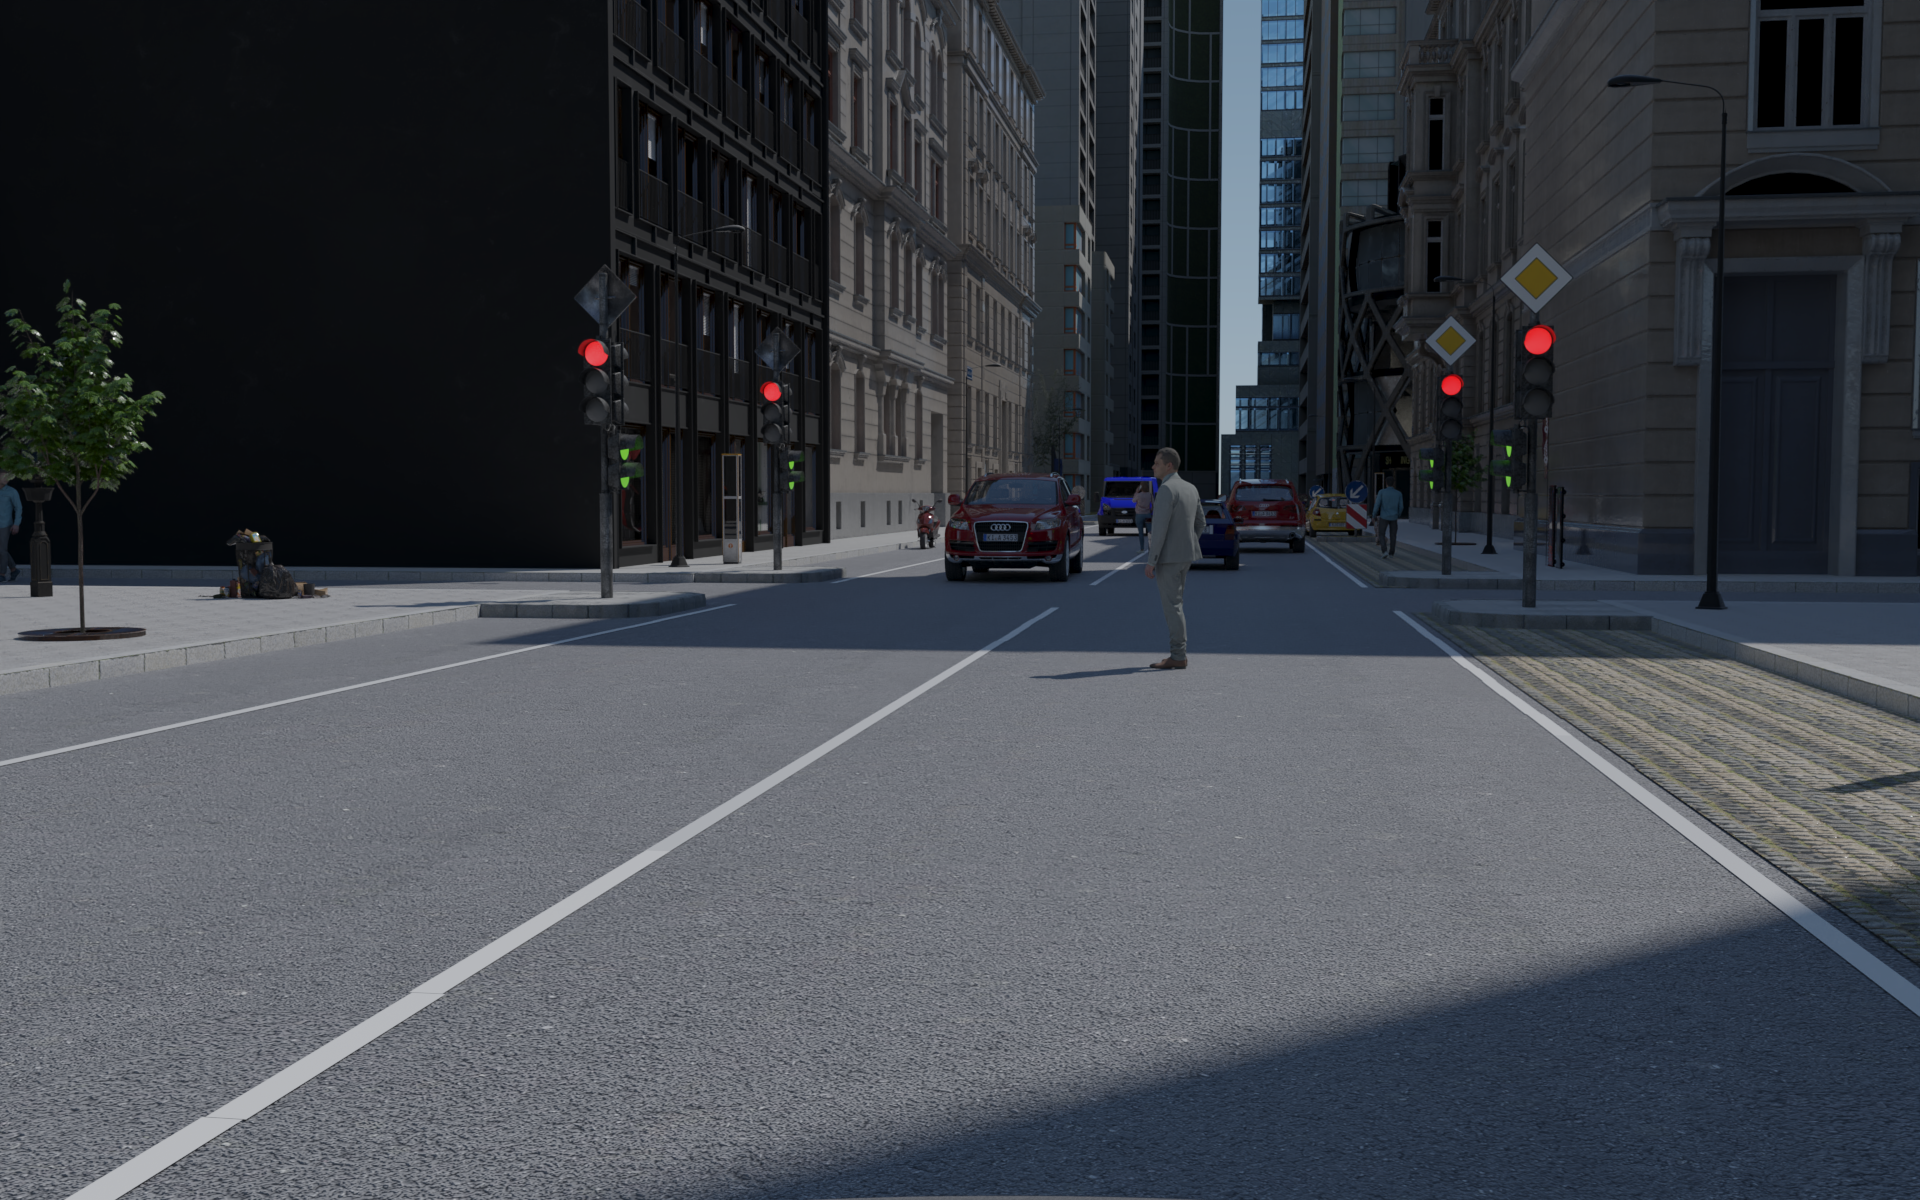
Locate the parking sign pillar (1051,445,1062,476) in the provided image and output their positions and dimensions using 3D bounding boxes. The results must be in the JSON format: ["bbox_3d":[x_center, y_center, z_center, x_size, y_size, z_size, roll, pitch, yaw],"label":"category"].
[{"bbox_3d":[5.310,-6.527,95.186,1.447,3.967,1.447,1,4,12],"label":"parking sign pillar"}]

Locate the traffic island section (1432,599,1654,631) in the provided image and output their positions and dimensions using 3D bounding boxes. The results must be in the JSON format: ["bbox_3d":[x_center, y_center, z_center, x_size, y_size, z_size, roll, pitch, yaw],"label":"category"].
[{"bbox_3d":[6.472,0.162,19.636,2.009,0.180,2.903,1,4,9],"label":"traffic island section"}]

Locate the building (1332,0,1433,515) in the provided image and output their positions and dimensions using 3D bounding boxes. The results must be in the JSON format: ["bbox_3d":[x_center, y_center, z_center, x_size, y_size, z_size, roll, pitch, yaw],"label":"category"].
[{"bbox_3d":[30.898,-26.058,109.647,14.154,41.232,14.086,1,4,9],"label":"building"}]

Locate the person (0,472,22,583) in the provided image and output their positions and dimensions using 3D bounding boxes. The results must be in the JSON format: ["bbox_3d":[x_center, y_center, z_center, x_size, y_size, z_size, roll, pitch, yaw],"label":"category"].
[{"bbox_3d":[-15.447,-1.204,28.055,0.638,1.841,0.748,1,4,18],"label":"person"}]

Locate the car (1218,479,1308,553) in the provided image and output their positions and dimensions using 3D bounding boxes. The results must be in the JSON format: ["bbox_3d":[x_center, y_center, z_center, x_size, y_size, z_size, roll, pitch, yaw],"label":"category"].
[{"bbox_3d":[7.684,-2.157,43.944,2.281,1.827,5.304,1,4,9],"label":"car"}]

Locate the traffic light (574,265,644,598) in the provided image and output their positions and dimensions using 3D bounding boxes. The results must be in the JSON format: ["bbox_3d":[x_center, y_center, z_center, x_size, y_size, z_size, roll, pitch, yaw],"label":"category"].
[{"bbox_3d":[-4.339,-1.977,21.252,0.839,4.253,0.868,1,4,9],"label":"traffic light"}]

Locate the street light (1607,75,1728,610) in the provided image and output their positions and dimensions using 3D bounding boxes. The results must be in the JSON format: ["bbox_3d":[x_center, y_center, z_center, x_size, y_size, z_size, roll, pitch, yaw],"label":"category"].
[{"bbox_3d":[7.872,-2.859,19.284,1.470,5.913,1.316,1,4,9],"label":"street light"}]

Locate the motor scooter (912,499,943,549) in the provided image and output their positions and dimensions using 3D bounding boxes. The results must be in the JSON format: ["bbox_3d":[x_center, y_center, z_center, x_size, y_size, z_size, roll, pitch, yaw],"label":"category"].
[{"bbox_3d":[-0.839,-2.005,45.566,0.815,1.314,1.986,0,4,8],"label":"motor scooter"}]

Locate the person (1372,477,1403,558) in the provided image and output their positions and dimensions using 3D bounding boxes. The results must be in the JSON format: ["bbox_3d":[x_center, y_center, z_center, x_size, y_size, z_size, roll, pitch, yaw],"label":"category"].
[{"bbox_3d":[9.511,-1.832,38.467,0.660,1.820,0.620,0,4,-2],"label":"person"}]

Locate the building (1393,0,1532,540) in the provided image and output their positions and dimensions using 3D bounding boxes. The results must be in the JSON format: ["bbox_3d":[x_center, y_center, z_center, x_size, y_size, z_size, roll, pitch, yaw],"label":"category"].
[{"bbox_3d":[22.713,-14.748,60.222,14.460,24.649,34.723,1,4,9],"label":"building"}]

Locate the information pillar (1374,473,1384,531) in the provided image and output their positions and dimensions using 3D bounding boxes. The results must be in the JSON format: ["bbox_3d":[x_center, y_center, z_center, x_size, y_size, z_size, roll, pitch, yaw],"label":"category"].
[{"bbox_3d":[14.545,-3.402,60.116,0.304,2.012,0.304,1,4,11],"label":"information pillar"}]

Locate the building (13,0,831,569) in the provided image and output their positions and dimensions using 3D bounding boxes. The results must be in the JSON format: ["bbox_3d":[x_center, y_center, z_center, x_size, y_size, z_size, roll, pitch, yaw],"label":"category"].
[{"bbox_3d":[-10.710,-12.720,37.644,12.332,23.373,15.834,1,4,9],"label":"building"}]

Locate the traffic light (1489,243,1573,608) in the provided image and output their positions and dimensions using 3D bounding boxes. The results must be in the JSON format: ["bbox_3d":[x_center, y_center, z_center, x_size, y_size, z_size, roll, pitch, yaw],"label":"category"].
[{"bbox_3d":[6.434,-1.872,19.528,0.839,4.253,0.868,1,4,9],"label":"traffic light"}]

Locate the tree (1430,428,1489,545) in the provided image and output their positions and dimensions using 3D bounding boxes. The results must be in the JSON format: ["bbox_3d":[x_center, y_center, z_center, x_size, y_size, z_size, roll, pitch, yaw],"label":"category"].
[{"bbox_3d":[12.654,-3.001,43.674,1.663,3.219,1.824,0,3,0],"label":"tree"}]

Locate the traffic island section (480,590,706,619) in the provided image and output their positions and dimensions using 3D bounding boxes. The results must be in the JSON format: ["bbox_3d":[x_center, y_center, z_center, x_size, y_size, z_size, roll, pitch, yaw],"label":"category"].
[{"bbox_3d":[-4.377,0.054,21.393,2.009,0.180,2.903,1,4,9],"label":"traffic island section"}]

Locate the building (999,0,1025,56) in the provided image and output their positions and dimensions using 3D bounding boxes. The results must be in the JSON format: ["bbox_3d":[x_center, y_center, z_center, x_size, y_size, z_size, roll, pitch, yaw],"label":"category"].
[{"bbox_3d":[6.903,-44.617,167.746,20.611,71.187,20.563,1,4,9],"label":"building"}]

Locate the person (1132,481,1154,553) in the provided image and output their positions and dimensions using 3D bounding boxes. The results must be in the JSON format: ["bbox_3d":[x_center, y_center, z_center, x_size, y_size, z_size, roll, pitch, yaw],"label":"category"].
[{"bbox_3d":[4.508,-1.996,41.720,0.593,1.750,0.643,-1,4,-21],"label":"person"}]

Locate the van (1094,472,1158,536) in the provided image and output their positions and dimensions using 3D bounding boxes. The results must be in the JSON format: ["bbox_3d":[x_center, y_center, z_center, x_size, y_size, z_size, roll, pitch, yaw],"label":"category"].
[{"bbox_3d":[5.989,-3.466,61.058,2.240,2.365,5.245,1,4,10],"label":"van"}]

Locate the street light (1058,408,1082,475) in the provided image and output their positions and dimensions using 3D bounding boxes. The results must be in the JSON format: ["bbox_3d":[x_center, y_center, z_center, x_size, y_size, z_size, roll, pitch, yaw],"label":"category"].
[{"bbox_3d":[5.900,-7.401,93.552,1.470,5.913,1.316,1,4,9],"label":"street light"}]

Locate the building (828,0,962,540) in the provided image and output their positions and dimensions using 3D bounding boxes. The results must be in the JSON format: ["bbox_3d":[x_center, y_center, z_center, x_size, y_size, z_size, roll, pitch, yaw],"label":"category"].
[{"bbox_3d":[-8.294,-16.509,57.306,14.401,28.519,23.554,1,4,9],"label":"building"}]

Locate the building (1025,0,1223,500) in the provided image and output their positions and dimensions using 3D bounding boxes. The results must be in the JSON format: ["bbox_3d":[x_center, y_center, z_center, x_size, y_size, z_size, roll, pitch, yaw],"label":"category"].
[{"bbox_3d":[19.125,-46.338,195.880,20.611,71.187,20.563,1,4,9],"label":"building"}]

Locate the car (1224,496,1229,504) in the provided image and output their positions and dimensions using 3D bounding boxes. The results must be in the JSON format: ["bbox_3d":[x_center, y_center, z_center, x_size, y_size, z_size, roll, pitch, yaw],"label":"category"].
[{"bbox_3d":[16.906,-5.724,106.168,1.945,1.354,3.894,1,4,9],"label":"car"}]

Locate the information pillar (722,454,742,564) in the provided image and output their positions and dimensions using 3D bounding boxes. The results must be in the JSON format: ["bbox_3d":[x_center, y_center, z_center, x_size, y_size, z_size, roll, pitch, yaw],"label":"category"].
[{"bbox_3d":[-4.185,-1.670,31.793,0.304,2.012,0.304,0,4,4],"label":"information pillar"}]

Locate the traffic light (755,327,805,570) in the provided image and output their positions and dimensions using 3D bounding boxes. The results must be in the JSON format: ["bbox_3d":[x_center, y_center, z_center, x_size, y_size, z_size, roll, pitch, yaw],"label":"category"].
[{"bbox_3d":[-3.062,-2.460,29.134,0.839,4.253,0.868,1,4,9],"label":"traffic light"}]

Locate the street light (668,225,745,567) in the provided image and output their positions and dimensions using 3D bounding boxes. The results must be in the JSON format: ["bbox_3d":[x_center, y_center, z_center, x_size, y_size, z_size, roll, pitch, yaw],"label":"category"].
[{"bbox_3d":[-4.403,-3.524,30.166,1.470,5.913,1.316,1,4,9],"label":"street light"}]

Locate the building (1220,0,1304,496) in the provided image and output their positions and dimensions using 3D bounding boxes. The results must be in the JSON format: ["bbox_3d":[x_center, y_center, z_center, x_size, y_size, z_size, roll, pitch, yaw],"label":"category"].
[{"bbox_3d":[45.075,-53.789,192.113,31.000,86.520,22.319,1,4,9],"label":"building"}]

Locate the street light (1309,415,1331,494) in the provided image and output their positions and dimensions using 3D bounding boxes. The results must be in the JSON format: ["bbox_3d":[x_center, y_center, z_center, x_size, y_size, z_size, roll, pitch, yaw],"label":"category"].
[{"bbox_3d":[21.077,-7.880,101.377,1.470,5.913,1.316,1,4,9],"label":"street light"}]

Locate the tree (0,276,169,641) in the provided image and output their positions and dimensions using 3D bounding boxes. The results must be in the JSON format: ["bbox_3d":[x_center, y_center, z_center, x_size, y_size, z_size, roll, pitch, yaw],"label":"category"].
[{"bbox_3d":[-7.944,-1.285,15.604,1.663,3.219,1.824,0,3,0],"label":"tree"}]

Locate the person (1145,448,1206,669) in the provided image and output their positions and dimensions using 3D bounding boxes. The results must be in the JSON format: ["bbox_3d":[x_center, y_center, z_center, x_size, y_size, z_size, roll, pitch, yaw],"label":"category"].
[{"bbox_3d":[1.755,-0.345,14.242,0.391,1.810,0.635,2,4,26],"label":"person"}]

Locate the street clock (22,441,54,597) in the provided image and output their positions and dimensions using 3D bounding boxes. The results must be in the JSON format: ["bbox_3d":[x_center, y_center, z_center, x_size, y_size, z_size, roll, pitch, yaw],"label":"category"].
[{"bbox_3d":[-11.473,-1.040,21.577,0.471,2.002,0.358,2,4,34],"label":"street clock"}]

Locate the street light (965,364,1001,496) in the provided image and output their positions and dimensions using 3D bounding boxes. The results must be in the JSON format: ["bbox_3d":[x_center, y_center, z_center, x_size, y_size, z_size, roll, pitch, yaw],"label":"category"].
[{"bbox_3d":[0.766,-5.463,61.856,1.470,5.913,1.316,1,4,9],"label":"street light"}]

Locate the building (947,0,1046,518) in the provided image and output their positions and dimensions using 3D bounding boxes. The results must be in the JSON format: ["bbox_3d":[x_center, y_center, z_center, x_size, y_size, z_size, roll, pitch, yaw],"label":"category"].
[{"bbox_3d":[-3.514,-17.372,81.296,12.463,27.353,25.104,1,4,9],"label":"building"}]

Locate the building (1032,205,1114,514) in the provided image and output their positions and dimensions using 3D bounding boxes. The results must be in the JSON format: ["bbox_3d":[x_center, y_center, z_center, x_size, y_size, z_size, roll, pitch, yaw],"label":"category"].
[{"bbox_3d":[-4.206,-16.832,120.245,27.650,21.520,28.899,1,4,9],"label":"building"}]

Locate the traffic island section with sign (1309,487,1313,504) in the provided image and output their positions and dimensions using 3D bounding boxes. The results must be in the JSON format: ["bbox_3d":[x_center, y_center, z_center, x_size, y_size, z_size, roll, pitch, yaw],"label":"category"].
[{"bbox_3d":[16.027,-4.275,78.530,1.989,1.847,2.006,1,4,9],"label":"traffic island section with sign"}]

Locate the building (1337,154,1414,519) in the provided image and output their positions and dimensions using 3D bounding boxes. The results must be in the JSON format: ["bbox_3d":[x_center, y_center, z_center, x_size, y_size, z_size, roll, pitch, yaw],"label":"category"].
[{"bbox_3d":[28.578,-13.718,91.739,16.820,18.784,16.811,1,4,9],"label":"building"}]

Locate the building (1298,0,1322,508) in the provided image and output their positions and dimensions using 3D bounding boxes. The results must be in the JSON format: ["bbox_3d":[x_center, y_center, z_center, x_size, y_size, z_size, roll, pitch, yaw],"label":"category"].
[{"bbox_3d":[43.176,-32.946,162.373,21.300,48.544,21.600,1,4,9],"label":"building"}]

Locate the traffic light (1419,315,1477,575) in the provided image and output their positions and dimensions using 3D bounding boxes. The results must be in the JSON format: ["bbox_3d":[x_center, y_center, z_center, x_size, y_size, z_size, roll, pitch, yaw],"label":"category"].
[{"bbox_3d":[7.712,-2.354,27.411,0.839,4.253,0.868,1,4,9],"label":"traffic light"}]

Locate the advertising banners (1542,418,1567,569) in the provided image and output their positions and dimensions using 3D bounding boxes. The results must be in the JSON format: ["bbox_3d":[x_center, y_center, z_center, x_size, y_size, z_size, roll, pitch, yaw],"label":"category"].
[{"bbox_3d":[10.452,-2.100,30.517,0.090,3.025,2.074,1,4,9],"label":"advertising banners"}]

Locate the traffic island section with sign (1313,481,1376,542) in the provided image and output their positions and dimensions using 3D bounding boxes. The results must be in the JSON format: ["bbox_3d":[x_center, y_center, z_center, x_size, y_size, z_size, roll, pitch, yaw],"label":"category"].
[{"bbox_3d":[11.722,-2.648,51.919,1.989,1.847,2.006,1,4,9],"label":"traffic island section with sign"}]

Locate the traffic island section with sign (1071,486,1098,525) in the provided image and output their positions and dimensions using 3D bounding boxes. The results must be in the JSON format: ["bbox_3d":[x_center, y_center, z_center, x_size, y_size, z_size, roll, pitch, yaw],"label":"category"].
[{"bbox_3d":[5.534,-4.394,80.469,1.989,1.847,2.006,1,4,9],"label":"traffic island section with sign"}]

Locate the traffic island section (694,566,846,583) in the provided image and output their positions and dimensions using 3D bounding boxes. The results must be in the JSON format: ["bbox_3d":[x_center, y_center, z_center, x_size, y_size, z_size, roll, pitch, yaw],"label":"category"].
[{"bbox_3d":[-3.100,-0.428,29.275,2.009,0.180,2.903,1,4,9],"label":"traffic island section"}]

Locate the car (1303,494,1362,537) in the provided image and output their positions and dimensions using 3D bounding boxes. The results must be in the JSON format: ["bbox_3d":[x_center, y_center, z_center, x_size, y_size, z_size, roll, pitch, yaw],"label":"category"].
[{"bbox_3d":[12.496,-2.928,58.096,2.015,1.641,3.980,0,4,8],"label":"car"}]

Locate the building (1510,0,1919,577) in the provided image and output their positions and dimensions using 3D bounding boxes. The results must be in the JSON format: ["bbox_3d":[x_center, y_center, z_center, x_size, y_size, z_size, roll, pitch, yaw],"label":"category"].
[{"bbox_3d":[21.345,-15.003,31.202,20.117,28.700,13.634,1,4,9],"label":"building"}]

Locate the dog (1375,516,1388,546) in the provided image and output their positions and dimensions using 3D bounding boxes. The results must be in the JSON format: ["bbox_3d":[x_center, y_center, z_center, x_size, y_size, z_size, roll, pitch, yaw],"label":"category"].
[{"bbox_3d":[11.585,-1.907,48.016,0.513,0.831,0.800,3,5,41],"label":"dog"}]

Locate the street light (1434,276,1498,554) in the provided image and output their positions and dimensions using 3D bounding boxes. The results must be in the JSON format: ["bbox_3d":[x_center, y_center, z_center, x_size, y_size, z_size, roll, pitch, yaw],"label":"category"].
[{"bbox_3d":[10.791,-3.941,36.973,1.470,5.913,1.316,1,4,9],"label":"street light"}]

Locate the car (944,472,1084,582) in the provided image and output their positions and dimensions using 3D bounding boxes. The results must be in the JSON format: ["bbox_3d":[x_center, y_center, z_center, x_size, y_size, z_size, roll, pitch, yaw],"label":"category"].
[{"bbox_3d":[1.015,-1.311,30.111,2.281,1.827,5.304,1,4,8],"label":"car"}]

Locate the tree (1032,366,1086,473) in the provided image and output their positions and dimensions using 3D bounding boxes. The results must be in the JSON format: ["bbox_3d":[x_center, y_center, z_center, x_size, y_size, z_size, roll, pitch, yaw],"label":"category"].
[{"bbox_3d":[4.986,-9.075,98.739,4.360,8.622,3.978,0,3,0],"label":"tree"}]

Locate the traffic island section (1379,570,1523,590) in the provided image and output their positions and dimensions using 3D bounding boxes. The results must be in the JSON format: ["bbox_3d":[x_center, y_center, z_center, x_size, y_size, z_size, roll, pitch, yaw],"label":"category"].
[{"bbox_3d":[7.750,-0.320,27.519,2.009,0.180,2.903,1,4,9],"label":"traffic island section"}]

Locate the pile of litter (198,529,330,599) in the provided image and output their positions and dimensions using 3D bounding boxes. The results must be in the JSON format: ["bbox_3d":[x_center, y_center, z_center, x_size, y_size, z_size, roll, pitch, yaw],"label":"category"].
[{"bbox_3d":[-8.664,-0.466,21.591,1.719,0.858,1.176,2,4,32],"label":"pile of litter"}]

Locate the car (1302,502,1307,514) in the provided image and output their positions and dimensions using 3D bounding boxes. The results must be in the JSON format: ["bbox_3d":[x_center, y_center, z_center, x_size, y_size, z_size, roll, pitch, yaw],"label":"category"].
[{"bbox_3d":[20.087,-5.654,105.024,1.945,1.354,3.894,1,4,9],"label":"car"}]

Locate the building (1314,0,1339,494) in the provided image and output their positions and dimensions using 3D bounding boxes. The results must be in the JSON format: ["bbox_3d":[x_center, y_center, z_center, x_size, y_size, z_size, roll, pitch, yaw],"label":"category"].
[{"bbox_3d":[33.072,-28.985,124.009,14.600,45.320,14.200,1,4,9],"label":"building"}]

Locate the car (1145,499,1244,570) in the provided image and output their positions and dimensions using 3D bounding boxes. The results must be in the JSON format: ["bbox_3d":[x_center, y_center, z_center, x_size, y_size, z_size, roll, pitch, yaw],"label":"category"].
[{"bbox_3d":[4.600,-1.312,34.040,1.945,1.354,3.894,0,4,8],"label":"car"}]

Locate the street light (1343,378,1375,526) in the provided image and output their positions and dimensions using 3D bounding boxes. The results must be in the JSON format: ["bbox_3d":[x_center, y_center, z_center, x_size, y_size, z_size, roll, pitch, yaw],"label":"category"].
[{"bbox_3d":[16.011,-5.920,69.338,1.470,5.913,1.316,1,4,9],"label":"street light"}]
